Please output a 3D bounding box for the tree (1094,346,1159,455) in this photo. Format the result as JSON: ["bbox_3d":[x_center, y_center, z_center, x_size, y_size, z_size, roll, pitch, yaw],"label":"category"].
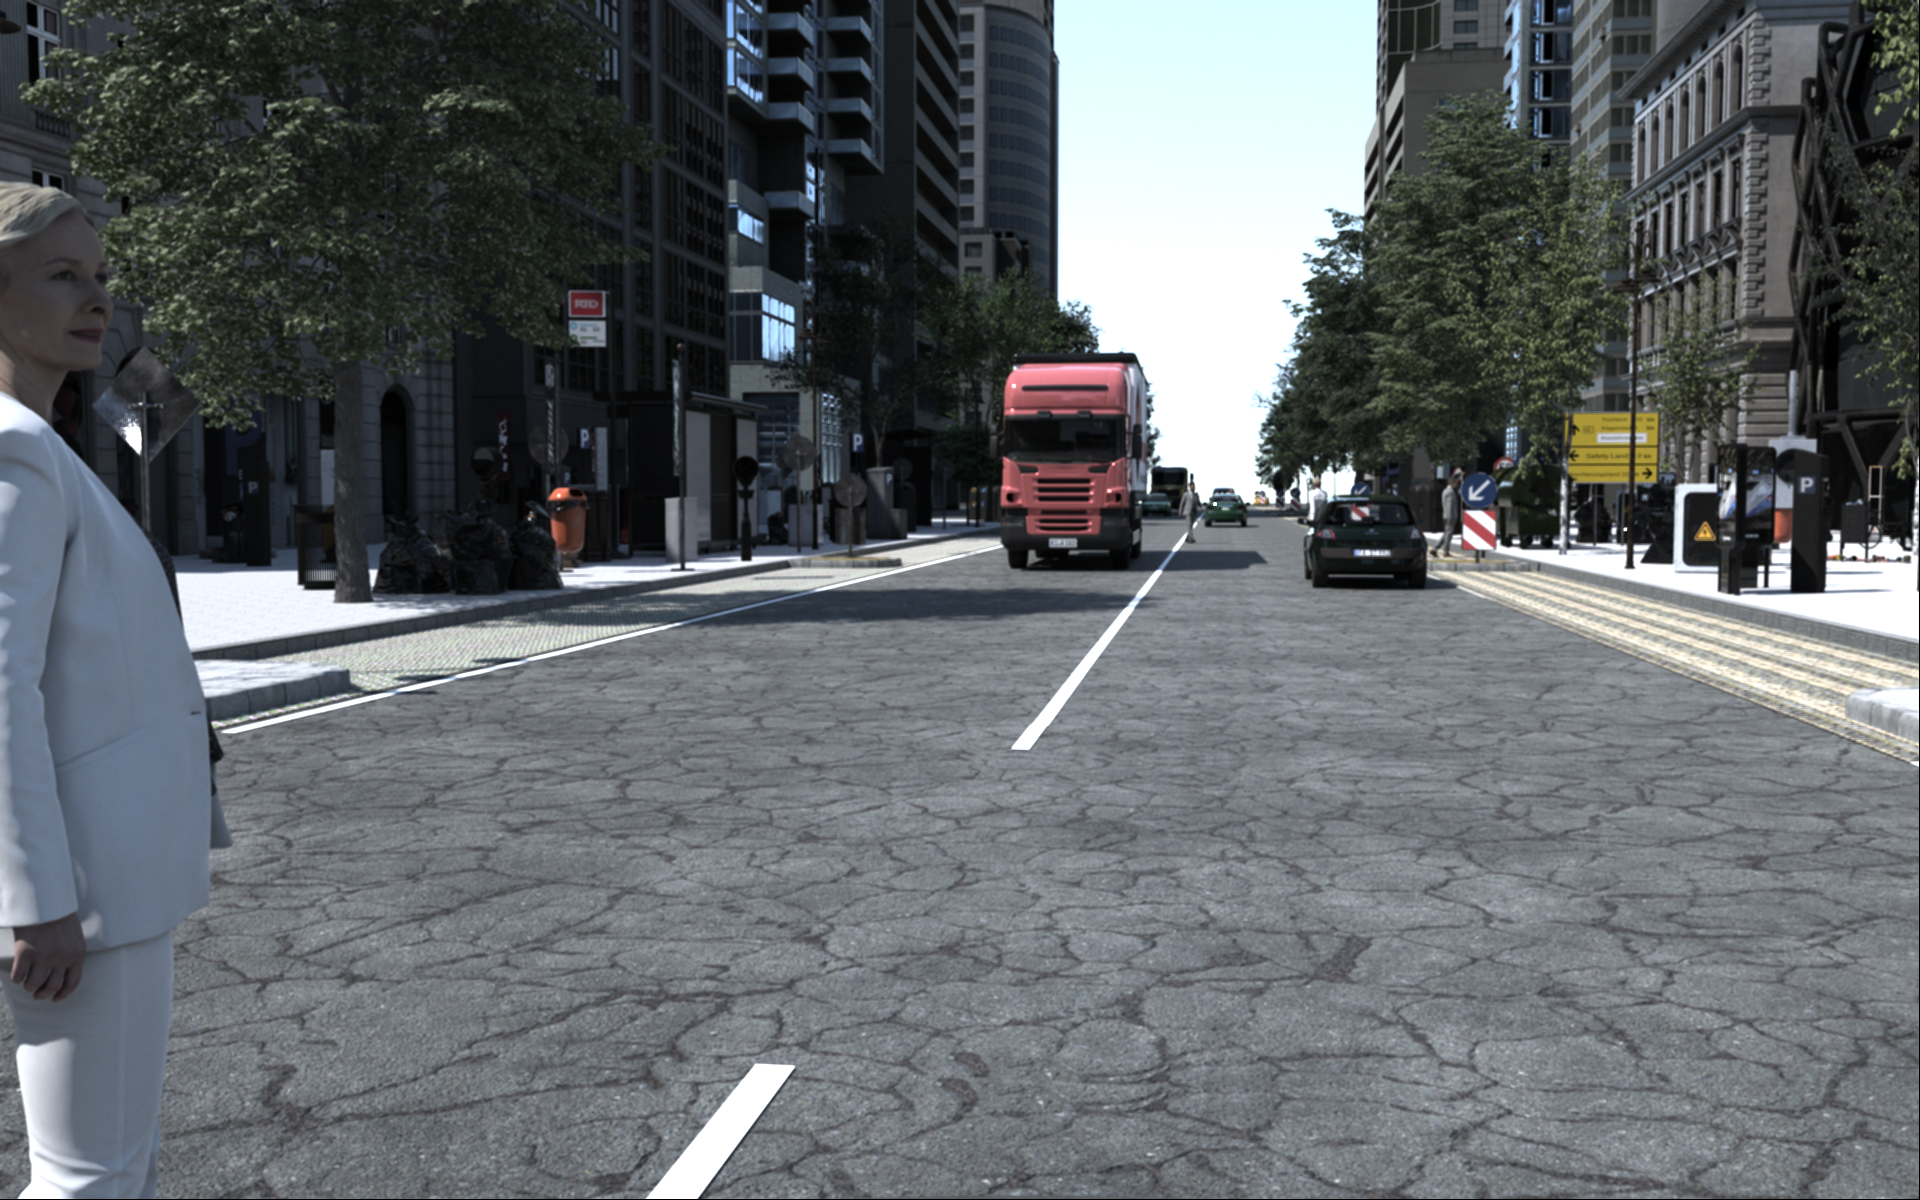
[{"bbox_3d":[12.357,-14.822,149.002,9.857,13.997,8.962,0,3,0],"label":"tree"}]

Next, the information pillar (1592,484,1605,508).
[{"bbox_3d":[19.867,-3.022,53.909,0.304,2.012,0.304,0,3,0],"label":"information pillar"}]

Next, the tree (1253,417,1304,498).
[{"bbox_3d":[43.307,-19.211,232.222,7.486,12.596,7.792,0,3,0],"label":"tree"}]

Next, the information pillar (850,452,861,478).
[{"bbox_3d":[-4.055,-4.625,66.975,0.504,3.616,0.183,3,4,38],"label":"information pillar"}]

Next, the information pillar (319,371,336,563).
[{"bbox_3d":[-11.651,-2.498,32.198,0.504,3.616,0.183,0,4,5],"label":"information pillar"}]

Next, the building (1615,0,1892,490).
[{"bbox_3d":[34.884,-14.839,71.490,11.050,23.489,19.941,1,4,8],"label":"building"}]

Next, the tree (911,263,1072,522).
[{"bbox_3d":[1.332,-9.380,79.110,9.928,11.665,9.643,0,3,0],"label":"tree"}]

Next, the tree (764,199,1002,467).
[{"bbox_3d":[-2.307,-7.323,54.145,8.767,10.594,7.601,2,4,30],"label":"tree"}]

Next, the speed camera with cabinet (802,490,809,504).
[{"bbox_3d":[-7.687,-5.096,77.654,2.038,3.252,0.660,2,4,23],"label":"speed camera with cabinet"}]

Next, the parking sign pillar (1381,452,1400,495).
[{"bbox_3d":[20.824,-5.785,83.059,1.447,3.967,1.447,1,4,9],"label":"parking sign pillar"}]

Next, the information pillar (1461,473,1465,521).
[{"bbox_3d":[17.421,-3.360,59.435,0.304,2.012,0.304,-2,4,-26],"label":"information pillar"}]

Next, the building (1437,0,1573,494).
[{"bbox_3d":[48.981,-49.851,127.741,22.319,86.520,31.000,1,4,8],"label":"building"}]

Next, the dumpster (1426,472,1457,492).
[{"bbox_3d":[21.387,-4.581,77.391,1.502,2.255,1.985,1,4,8],"label":"dumpster"}]

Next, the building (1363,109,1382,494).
[{"bbox_3d":[59.783,-35.668,206.866,21.300,48.544,21.600,1,4,8],"label":"building"}]

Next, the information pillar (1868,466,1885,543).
[{"bbox_3d":[24.211,-2.525,45.769,0.304,2.012,0.304,3,5,42],"label":"information pillar"}]

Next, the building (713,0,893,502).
[{"bbox_3d":[-15.976,-48.344,103.088,22.319,86.520,31.000,1,4,8],"label":"building"}]

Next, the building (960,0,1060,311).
[{"bbox_3d":[0.199,-40.857,210.018,21.231,58.520,28.212,1,4,8],"label":"building"}]

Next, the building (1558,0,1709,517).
[{"bbox_3d":[49.581,-25.042,101.317,32.217,40.220,23.993,1,4,8],"label":"building"}]

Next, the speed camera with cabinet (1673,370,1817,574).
[{"bbox_3d":[12.608,-2.049,27.843,2.038,3.252,0.660,1,4,22],"label":"speed camera with cabinet"}]

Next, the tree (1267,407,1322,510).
[{"bbox_3d":[27.805,-11.546,139.139,4.360,8.622,3.978,0,3,0],"label":"tree"}]

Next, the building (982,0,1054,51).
[{"bbox_3d":[4.227,-48.649,233.667,20.563,71.187,20.611,1,4,8],"label":"building"}]

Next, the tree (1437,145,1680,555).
[{"bbox_3d":[12.540,-5.266,36.462,4.737,8.622,4.395,0,3,0],"label":"tree"}]

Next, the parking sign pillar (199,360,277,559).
[{"bbox_3d":[-14.460,-2.821,34.600,1.447,3.967,1.447,1,4,17],"label":"parking sign pillar"}]

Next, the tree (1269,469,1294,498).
[{"bbox_3d":[41.266,-14.605,222.510,4.285,4.588,4.351,0,3,0],"label":"tree"}]

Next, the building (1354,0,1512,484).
[{"bbox_3d":[63.358,-48.252,227.175,20.563,71.187,20.611,1,4,8],"label":"building"}]

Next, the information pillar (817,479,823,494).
[{"bbox_3d":[-6.687,-4.749,82.130,0.304,2.012,0.304,2,4,26],"label":"information pillar"}]

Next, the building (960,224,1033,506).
[{"bbox_3d":[0.283,-25.554,189.508,14.160,30.474,14.107,1,4,8],"label":"building"}]

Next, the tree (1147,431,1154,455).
[{"bbox_3d":[16.146,-15.352,176.762,9.928,11.665,9.643,0,3,0],"label":"tree"}]

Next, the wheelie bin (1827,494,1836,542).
[{"bbox_3d":[22.986,-2.357,46.453,0.693,1.594,0.980,0,4,-7],"label":"wheelie bin"}]

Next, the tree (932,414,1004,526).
[{"bbox_3d":[0.394,-5.280,70.040,4.285,4.588,4.351,0,3,0],"label":"tree"}]

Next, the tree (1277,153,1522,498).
[{"bbox_3d":[17.185,-9.797,66.836,9.857,13.997,8.962,0,3,0],"label":"tree"}]

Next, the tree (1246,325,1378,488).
[{"bbox_3d":[25.187,-12.912,121.485,12.009,13.543,11.850,0,3,0],"label":"tree"}]

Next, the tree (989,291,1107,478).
[{"bbox_3d":[5.415,-11.062,97.877,9.611,12.733,9.660,0,3,0],"label":"tree"}]

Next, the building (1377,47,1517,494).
[{"bbox_3d":[57.116,-34.355,185.403,21.300,48.544,21.600,1,4,8],"label":"building"}]

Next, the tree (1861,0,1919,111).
[{"bbox_3d":[9.449,-3.939,14.766,4.737,8.622,4.395,0,3,0],"label":"tree"}]

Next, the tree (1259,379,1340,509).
[{"bbox_3d":[30.295,-13.601,148.129,9.928,11.665,9.643,0,3,0],"label":"tree"}]

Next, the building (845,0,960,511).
[{"bbox_3d":[-12.109,-30.979,130.213,21.300,48.544,21.600,1,4,8],"label":"building"}]

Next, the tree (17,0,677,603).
[{"bbox_3d":[-6.842,-6.228,19.963,7.486,12.596,7.792,0,3,0],"label":"tree"}]

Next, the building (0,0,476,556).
[{"bbox_3d":[-21.749,-11.983,37.720,13.314,21.916,24.055,1,4,8],"label":"building"}]

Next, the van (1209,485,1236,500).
[{"bbox_3d":[16.658,-6.245,109.111,2.013,2.044,4.112,1,4,10],"label":"van"}]

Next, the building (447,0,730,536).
[{"bbox_3d":[-17.974,-16.375,61.234,14.314,27.812,24.014,1,4,8],"label":"building"}]

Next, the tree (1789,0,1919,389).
[{"bbox_3d":[14.318,-4.549,24.734,4.360,8.622,3.978,0,3,0],"label":"tree"}]

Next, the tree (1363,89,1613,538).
[{"bbox_3d":[14.978,-8.023,49.298,7.486,12.596,7.792,0,3,0],"label":"tree"}]

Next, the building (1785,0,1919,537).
[{"bbox_3d":[34.987,-11.353,53.073,16.820,18.784,16.811,1,4,8],"label":"building"}]

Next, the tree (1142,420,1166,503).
[{"bbox_3d":[14.495,-13.791,159.901,8.767,10.594,7.601,0,4,-6],"label":"tree"}]

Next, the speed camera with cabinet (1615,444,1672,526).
[{"bbox_3d":[27.055,-4.534,68.474,2.038,3.252,0.660,3,4,37],"label":"speed camera with cabinet"}]

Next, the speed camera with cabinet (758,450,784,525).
[{"bbox_3d":[-8.373,-4.800,72.812,0.660,3.252,2.038,2,4,33],"label":"speed camera with cabinet"}]

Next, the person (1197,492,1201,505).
[{"bbox_3d":[31.336,-13.366,227.569,0.750,1.759,0.617,0,4,-8],"label":"person"}]
